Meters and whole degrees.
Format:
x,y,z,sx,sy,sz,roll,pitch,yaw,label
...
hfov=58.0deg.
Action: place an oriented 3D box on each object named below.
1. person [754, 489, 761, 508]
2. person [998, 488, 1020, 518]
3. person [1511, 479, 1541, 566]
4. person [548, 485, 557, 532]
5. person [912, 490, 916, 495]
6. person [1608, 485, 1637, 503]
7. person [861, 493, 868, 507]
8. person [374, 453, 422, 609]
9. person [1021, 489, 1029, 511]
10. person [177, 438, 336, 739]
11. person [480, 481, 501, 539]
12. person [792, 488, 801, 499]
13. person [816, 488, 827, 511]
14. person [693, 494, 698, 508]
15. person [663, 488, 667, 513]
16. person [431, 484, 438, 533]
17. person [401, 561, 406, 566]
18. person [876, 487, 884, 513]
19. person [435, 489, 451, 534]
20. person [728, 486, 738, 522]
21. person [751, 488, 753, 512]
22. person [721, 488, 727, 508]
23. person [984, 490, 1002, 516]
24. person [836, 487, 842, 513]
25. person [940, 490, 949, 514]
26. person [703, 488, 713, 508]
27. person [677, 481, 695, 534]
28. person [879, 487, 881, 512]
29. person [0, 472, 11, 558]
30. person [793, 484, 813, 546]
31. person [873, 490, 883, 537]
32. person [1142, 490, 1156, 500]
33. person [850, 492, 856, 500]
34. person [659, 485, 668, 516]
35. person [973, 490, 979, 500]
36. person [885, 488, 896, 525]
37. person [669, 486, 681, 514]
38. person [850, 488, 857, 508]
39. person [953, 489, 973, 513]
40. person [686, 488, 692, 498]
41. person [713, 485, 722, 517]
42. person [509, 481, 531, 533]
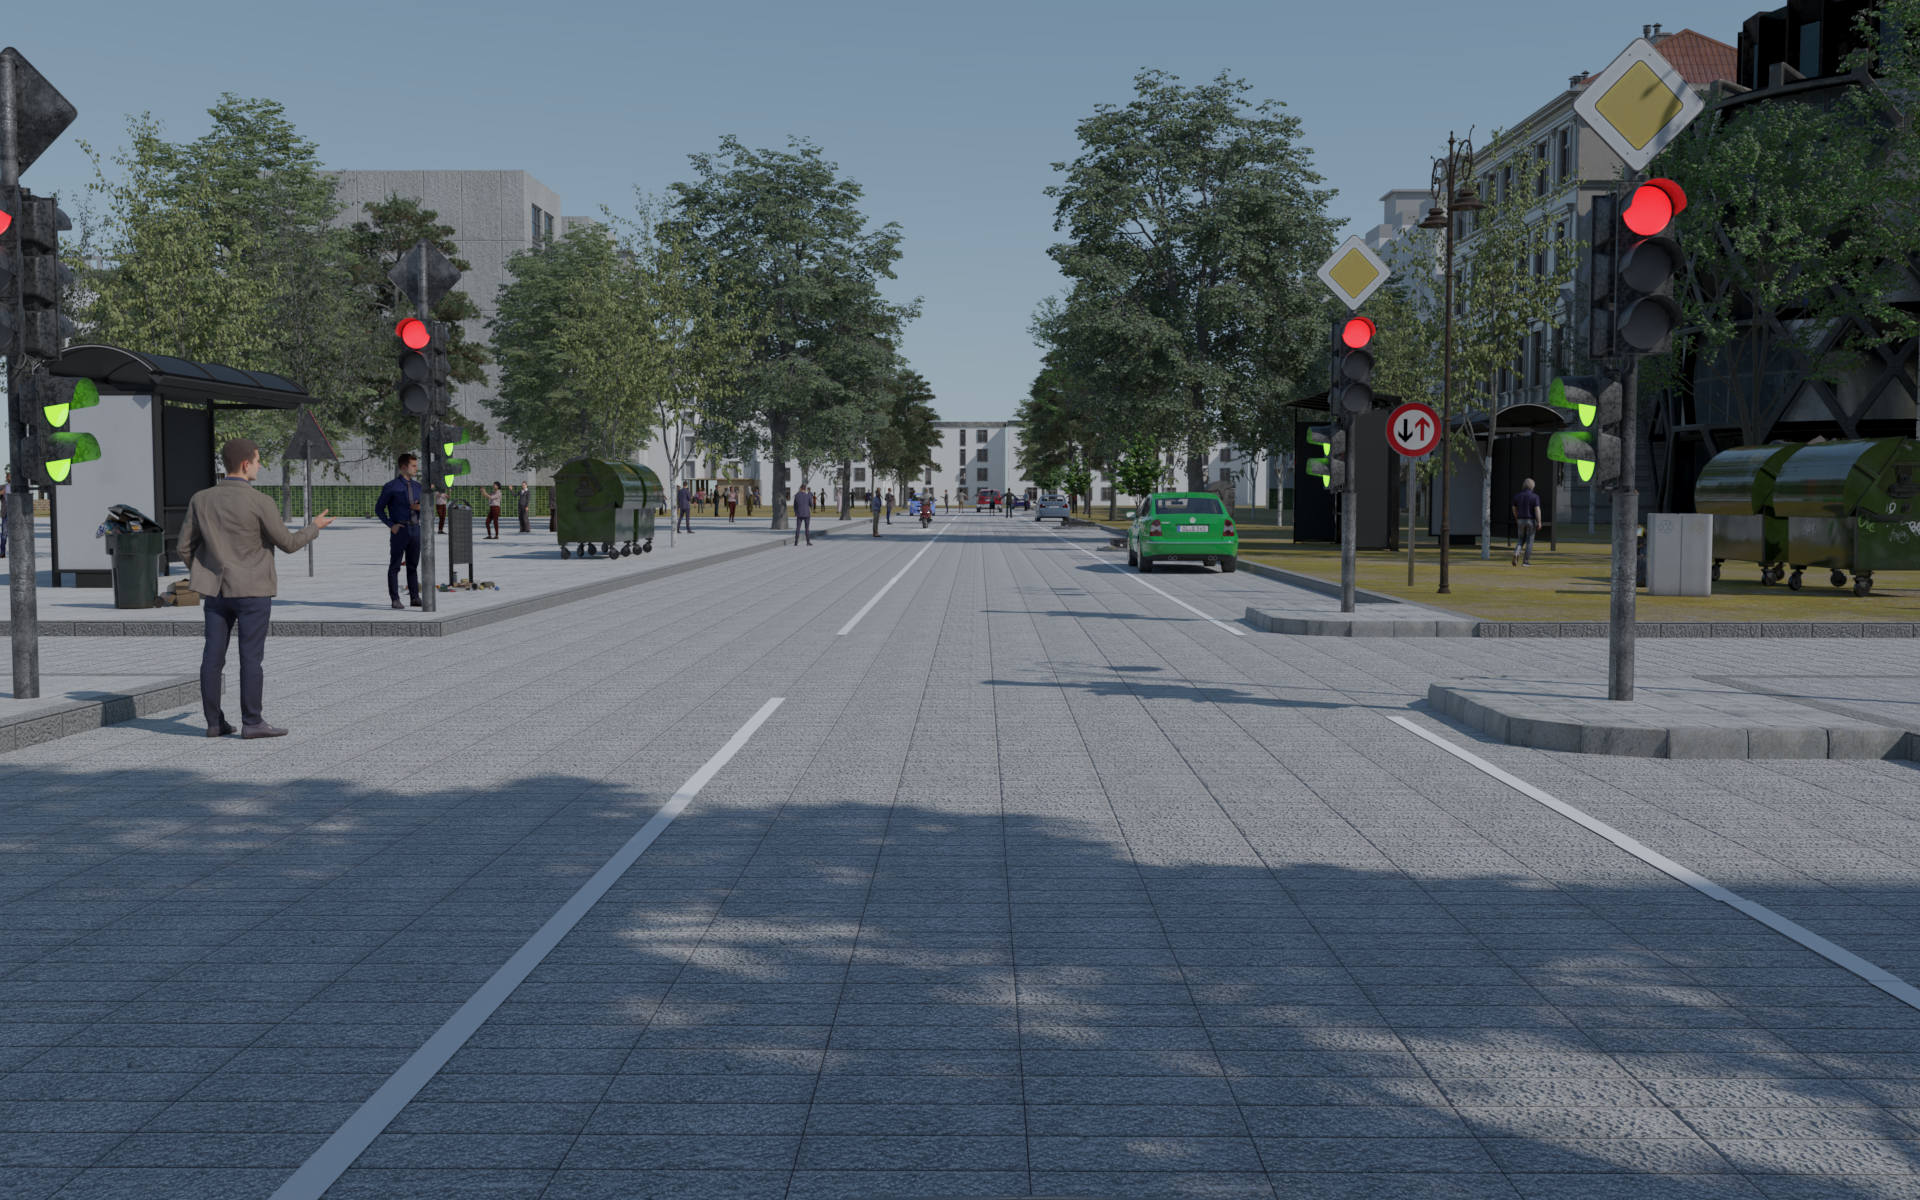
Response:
x,y,z,sx,sy,sz,roll,pitch,yaw,label
-18.228,-9.167,156.376,0.683,1.767,0.568,-3,5,-42,person
2.926,-5.807,103.461,1.348,1.821,0.705,0,4,-5,person
9.968,-1.374,30.716,0.471,1.553,0.569,-1,4,-11,person
-13.586,-3.157,58.351,0.565,1.739,0.600,0,4,6,person
-3.411,-7.561,132.834,0.721,1.735,1.217,-1,4,-11,person
14.037,-1.820,36.629,0.431,1.722,0.655,-1,4,-16,person
-9.278,-9.904,171.234,1.065,1.426,0.557,0,4,0,person
-6.198,-0.778,19.469,0.504,1.737,0.576,2,4,25,person
5.466,-8.342,144.882,0.705,1.826,1.348,-2,4,-27,person
-4.183,-0.080,10.345,0.617,1.759,0.750,2,4,24,person
-13.241,-2.533,48.912,0.566,1.644,0.517,0,4,-1,person
-11.624,-7.358,126.354,1.348,1.824,0.705,1,4,12,person
-10.183,-7.399,127.734,0.721,1.735,1.217,3,4,38,person
-24.159,-9.143,158.757,0.697,1.427,0.421,-1,4,-15,person
-19.619,-6.582,114.600,0.436,1.711,0.756,-3,5,-39,person
-17.503,-3.073,57.230,0.436,1.711,0.756,-1,4,-17,person
-9.736,-1.369,30.961,0.613,1.512,0.480,-1,4,-14,person
-5.459,-6.796,117.674,0.721,1.766,1.217,1,4,20,person
-16.621,-2.947,55.694,0.517,1.644,0.566,-1,4,-16,person
-10.254,-4.327,78.254,0.517,1.644,0.566,0,4,5,person
-14.825,-7.055,122.117,0.721,1.735,1.217,-1,4,-19,person
-22.316,-9.728,164.728,1.348,1.869,0.705,3,4,39,person
2.102,-6.289,112.120,1.217,1.735,0.721,1,4,19,person
-7.878,-6.576,114.235,0.551,1.740,0.621,-2,4,-32,person
-1.159,-7.192,126.617,0.750,1.759,0.617,0,4,5,person
-24.612,-10.095,171.097,0.705,1.824,1.348,-2,4,-30,person
-8.918,-3.010,56.169,0.530,1.710,0.541,-3,5,-45,person
-5.642,-6.881,119.256,0.721,1.736,1.217,-1,4,-9,person
-18.925,-1.696,34.591,0.655,1.722,0.431,-3,5,-42,person
-4.329,-2.351,47.859,0.541,1.710,0.530,1,4,14,person
-2.738,-2.868,57.453,0.319,1.574,0.516,-1,4,-10,person
7.962,-4.111,73.707,0.683,1.767,0.568,-3,5,-43,person
-9.302,-8.424,144.601,1.217,1.723,0.721,0,4,3,person
-17.783,-5.946,103.268,0.705,1.823,1.348,1,4,12,person
1.771,-9.950,171.178,1.348,1.824,0.705,1,4,21,person
-3.256,-4.387,81.051,0.431,1.722,0.655,-1,4,-20,person
-17.917,-6.388,110.492,1.348,1.824,0.705,1,4,12,person
-9.950,-9.406,159.853,0.705,1.821,1.348,3,4,37,person
0.098,-7.318,128.158,1.348,1.824,0.705,0,4,8,person
-22.850,-8.530,145.471,0.705,1.831,1.348,-2,4,-33,person
-13.720,-5.615,97.877,0.705,1.821,1.348,-2,4,-25,person
-14.648,-3.105,57.612,0.742,1.727,0.445,0,4,-7,person
